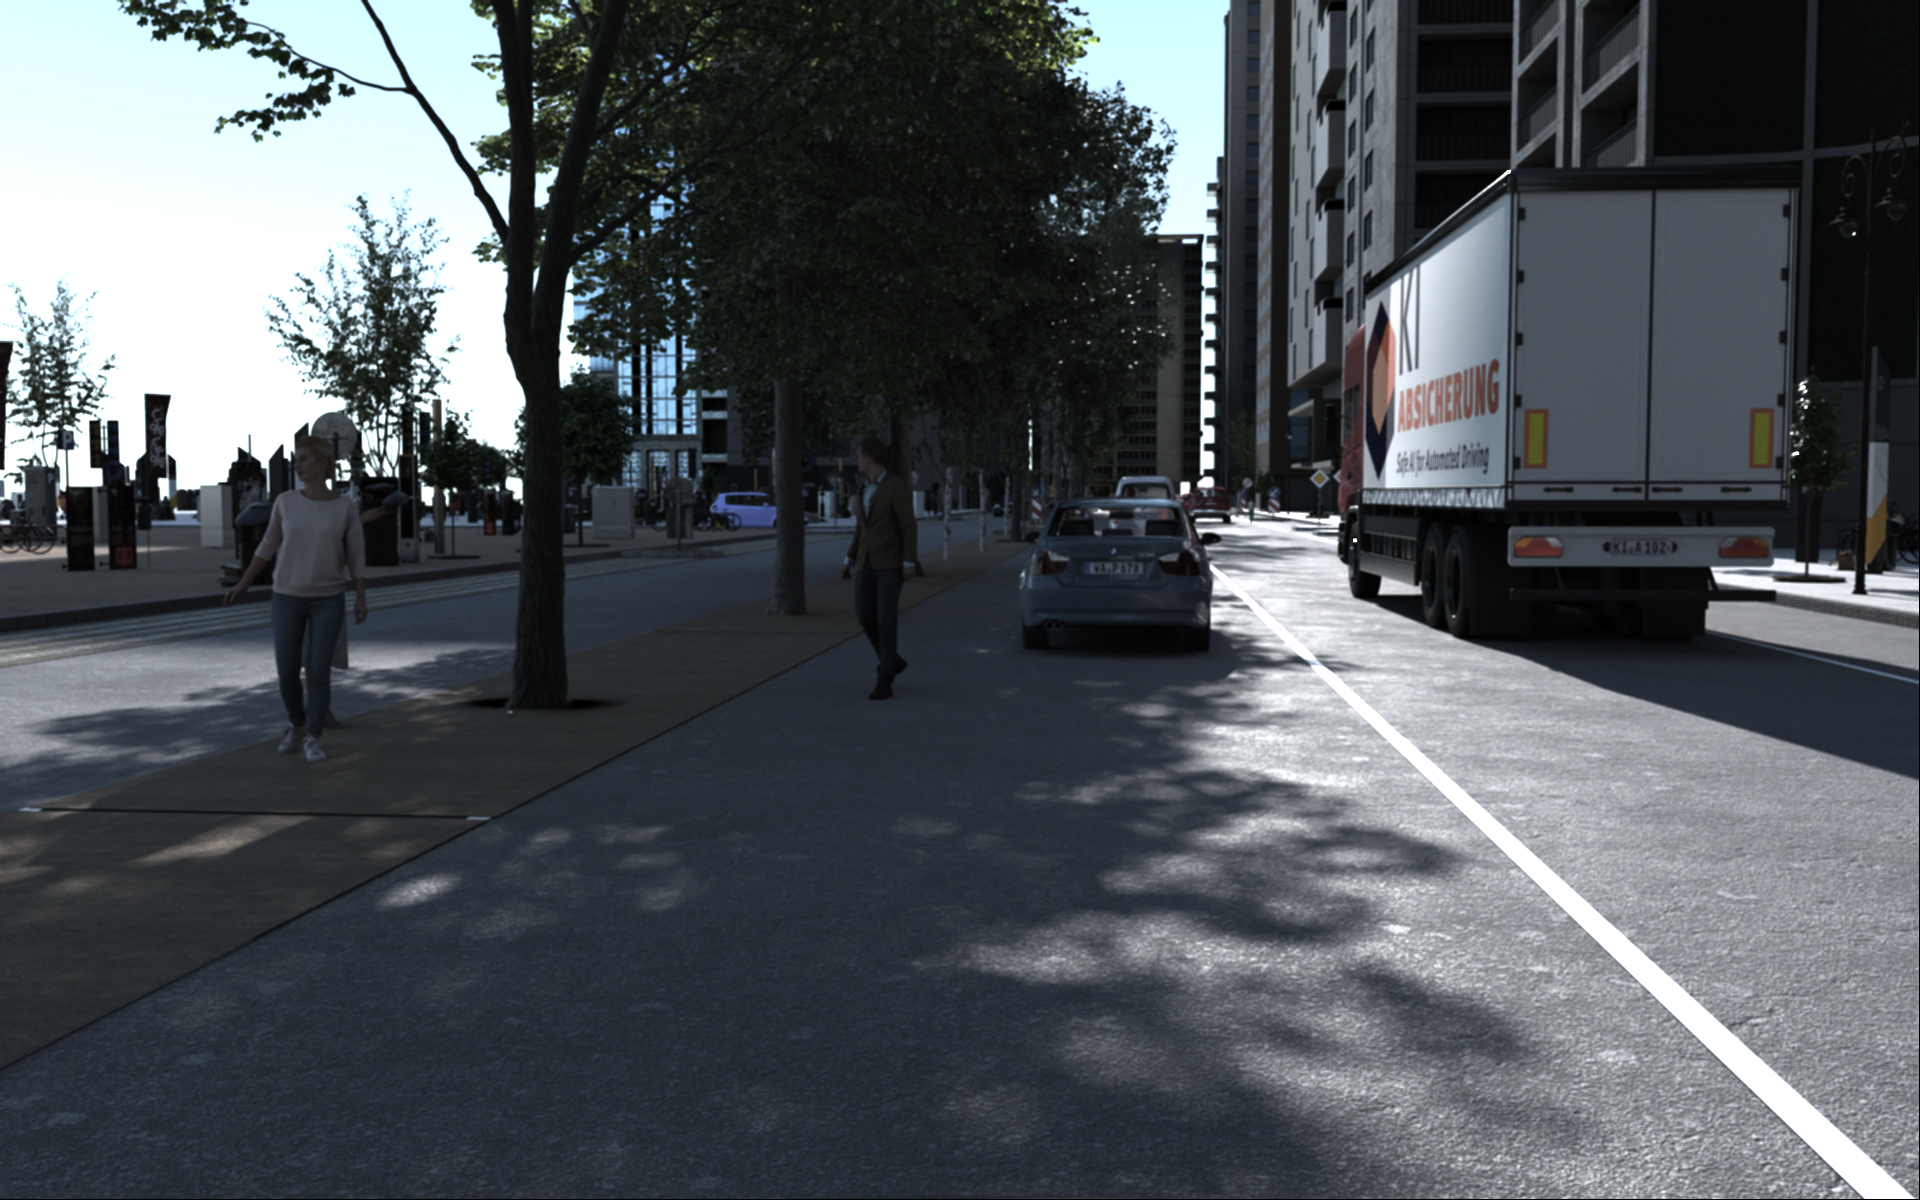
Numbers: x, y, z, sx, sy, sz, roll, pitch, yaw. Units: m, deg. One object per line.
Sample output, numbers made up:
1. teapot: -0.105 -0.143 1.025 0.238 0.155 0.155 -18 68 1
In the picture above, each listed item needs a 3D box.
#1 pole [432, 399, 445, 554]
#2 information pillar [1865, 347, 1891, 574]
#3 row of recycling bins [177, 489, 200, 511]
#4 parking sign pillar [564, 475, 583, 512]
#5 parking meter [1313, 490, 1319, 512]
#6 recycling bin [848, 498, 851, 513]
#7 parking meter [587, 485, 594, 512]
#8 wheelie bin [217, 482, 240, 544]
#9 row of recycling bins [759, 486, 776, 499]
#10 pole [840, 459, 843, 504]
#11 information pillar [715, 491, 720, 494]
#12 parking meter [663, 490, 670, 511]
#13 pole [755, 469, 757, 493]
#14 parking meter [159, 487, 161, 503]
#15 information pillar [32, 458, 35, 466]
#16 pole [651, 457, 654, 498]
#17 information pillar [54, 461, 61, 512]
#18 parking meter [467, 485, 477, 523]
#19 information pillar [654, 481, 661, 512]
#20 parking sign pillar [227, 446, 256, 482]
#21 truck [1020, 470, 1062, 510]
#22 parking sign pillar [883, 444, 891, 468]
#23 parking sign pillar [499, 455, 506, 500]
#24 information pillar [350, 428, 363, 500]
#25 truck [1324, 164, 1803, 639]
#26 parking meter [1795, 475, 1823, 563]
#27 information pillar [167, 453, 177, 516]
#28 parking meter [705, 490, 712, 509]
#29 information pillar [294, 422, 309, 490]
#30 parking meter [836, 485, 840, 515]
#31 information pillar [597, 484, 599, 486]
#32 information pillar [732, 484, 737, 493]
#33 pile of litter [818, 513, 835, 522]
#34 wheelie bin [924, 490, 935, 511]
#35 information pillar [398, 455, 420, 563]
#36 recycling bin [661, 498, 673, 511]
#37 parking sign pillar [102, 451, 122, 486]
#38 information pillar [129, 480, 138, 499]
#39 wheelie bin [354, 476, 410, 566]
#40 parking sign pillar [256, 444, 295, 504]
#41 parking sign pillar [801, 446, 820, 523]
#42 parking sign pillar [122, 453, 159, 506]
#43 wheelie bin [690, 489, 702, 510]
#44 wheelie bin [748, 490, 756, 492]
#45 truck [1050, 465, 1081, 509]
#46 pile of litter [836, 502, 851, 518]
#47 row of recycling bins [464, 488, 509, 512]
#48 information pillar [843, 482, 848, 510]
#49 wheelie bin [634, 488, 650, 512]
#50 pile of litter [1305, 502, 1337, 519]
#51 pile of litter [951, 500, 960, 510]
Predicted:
1. pole: -11.199 -2.650 37.175 0.158 3.312 0.155 0 3 0
2. information pillar: 14.757 -2.231 27.840 0.504 3.616 0.183 -3 4 -36
3. row of recycling bins: -59.588 -7.810 134.812 1.069 1.692 3.534 1 4 17
4. parking sign pillar: -27.984 -8.359 125.149 1.447 3.967 1.447 2 4 30
5. parking meter: 25.086 -6.947 121.997 0.372 1.533 0.369 0 3 0
6. recycling bin: -7.427 -6.459 118.152 0.722 1.027 0.722 1 4 13
7. parking meter: -23.147 -6.282 108.425 0.399 1.863 0.255 -2 4 -33
8. wheelie bin: -18.749 -2.249 44.672 0.980 1.594 0.693 -2 4 -30
9. row of recycling bins: -8.729 -4.876 86.829 3.534 1.692 1.069 3 5 39
10. pole: -6.878 -6.517 100.397 0.158 3.312 0.155 0 3 0
11. information pillar: -19.569 -8.269 139.697 0.304 2.012 0.304 0 4 3
12. parking meter: -16.661 -5.498 98.301 0.372 1.533 0.369 0 3 0
13. pole: -16.652 -9.024 141.393 0.158 3.312 0.155 0 3 0
14. parking meter: -64.492 -8.170 139.288 0.255 1.863 0.399 0 4 -7
15. information pillar: -57.390 -7.092 107.313 0.183 3.616 0.504 -1 4 -18
16. pole: -17.089 -6.266 96.288 0.158 3.312 0.155 0 3 0
17. information pillar: -64.693 -8.122 124.143 0.504 3.616 0.183 1 4 15
18. parking meter: -21.727 -4.372 77.185 0.255 1.863 0.399 3 5 40
19. information pillar: -16.521 -5.510 94.579 0.304 2.012 0.304 -2 4 -35
20. parking sign pillar: -39.924 -6.653 97.242 1.447 3.967 1.447 0 4 3
21. truck: 6.605 -8.796 139.739 3.469 3.379 9.791 0 4 7
22. parking sign pillar: -4.113 -6.181 89.527 1.447 3.967 1.447 -1 4 -18
23. parking sign pillar: -31.313 -7.956 118.551 1.447 3.967 1.447 -1 4 -12
24. information pillar: -19.509 -3.952 55.976 0.183 3.616 0.504 2 4 26
25. truck: 6.338 -1.928 20.436 2.839 4.237 11.283 0 4 4
26. parking meter: 15.959 -1.641 32.547 0.399 1.863 0.255 3 5 44
27. information pillar: -45.263 -6.616 99.519 0.183 3.616 0.504 3 4 39
28. parking meter: -13.911 -5.347 95.840 0.372 1.533 0.369 0 3 0
29. information pillar: -21.225 -3.951 55.949 0.504 3.616 0.183 0 4 3
30. parking meter: -7.521 -6.273 108.281 0.399 1.863 0.255 -3 5 -42
31. information pillar: -26.290 -8.270 126.576 0.504 3.616 0.183 1 4 23
32. information pillar: -16.580 -7.506 127.214 0.304 2.012 0.304 0 3 0
33. pile of litter: -6.866 -3.998 79.333 1.719 0.858 1.176 3 5 41
34. wheelie bin: -2.346 -7.696 133.742 0.980 1.594 0.693 1 4 16
35. information pillar: -10.277 -1.701 32.296 0.304 2.012 0.304 0 4 -4
36. recycling bin: -21.159 -6.869 124.858 0.722 1.027 0.722 1 4 9
37. parking sign pillar: -52.964 -7.339 108.460 1.447 3.967 1.447 -3 4 -38
38. information pillar: -41.806 -5.086 87.656 0.304 2.012 0.304 0 4 -3
39. wheelie bin: -10.325 -1.407 30.915 0.980 1.594 0.693 -1 4 -20
40. parking sign pillar: -36.634 -6.404 93.171 1.447 3.967 1.447 3 4 37
41. parking sign pillar: -6.924 -5.373 76.326 1.447 3.967 1.447 -2 4 -28
42. parking sign pillar: -42.238 -6.207 89.949 1.447 3.967 1.447 1 4 12
43. wheelie bin: -15.350 -5.680 100.777 0.693 1.594 0.980 -2 4 -28
44. wheelie bin: -16.761 -8.041 139.376 0.980 1.594 0.693 -2 4 -32
45. truck: 10.129 -10.890 166.968 2.839 4.237 11.283 0 4 7
46. pile of litter: -6.440 -4.780 92.123 1.176 0.858 1.719 3 4 36
47. row of recycling bins: -33.487 -7.069 122.698 3.534 1.692 1.069 1 4 10
48. information pillar: -6.823 -6.050 103.404 0.304 2.012 0.304 0 4 -4
49. wheelie bin: -16.817 -5.107 91.399 0.693 1.594 0.980 -3 5 -42
50. pile of litter: 18.853 -4.693 90.688 1.719 0.858 1.176 2 4 33
51. pile of litter: -0.634 -7.719 140.168 1.176 0.858 1.719 0 4 -4
